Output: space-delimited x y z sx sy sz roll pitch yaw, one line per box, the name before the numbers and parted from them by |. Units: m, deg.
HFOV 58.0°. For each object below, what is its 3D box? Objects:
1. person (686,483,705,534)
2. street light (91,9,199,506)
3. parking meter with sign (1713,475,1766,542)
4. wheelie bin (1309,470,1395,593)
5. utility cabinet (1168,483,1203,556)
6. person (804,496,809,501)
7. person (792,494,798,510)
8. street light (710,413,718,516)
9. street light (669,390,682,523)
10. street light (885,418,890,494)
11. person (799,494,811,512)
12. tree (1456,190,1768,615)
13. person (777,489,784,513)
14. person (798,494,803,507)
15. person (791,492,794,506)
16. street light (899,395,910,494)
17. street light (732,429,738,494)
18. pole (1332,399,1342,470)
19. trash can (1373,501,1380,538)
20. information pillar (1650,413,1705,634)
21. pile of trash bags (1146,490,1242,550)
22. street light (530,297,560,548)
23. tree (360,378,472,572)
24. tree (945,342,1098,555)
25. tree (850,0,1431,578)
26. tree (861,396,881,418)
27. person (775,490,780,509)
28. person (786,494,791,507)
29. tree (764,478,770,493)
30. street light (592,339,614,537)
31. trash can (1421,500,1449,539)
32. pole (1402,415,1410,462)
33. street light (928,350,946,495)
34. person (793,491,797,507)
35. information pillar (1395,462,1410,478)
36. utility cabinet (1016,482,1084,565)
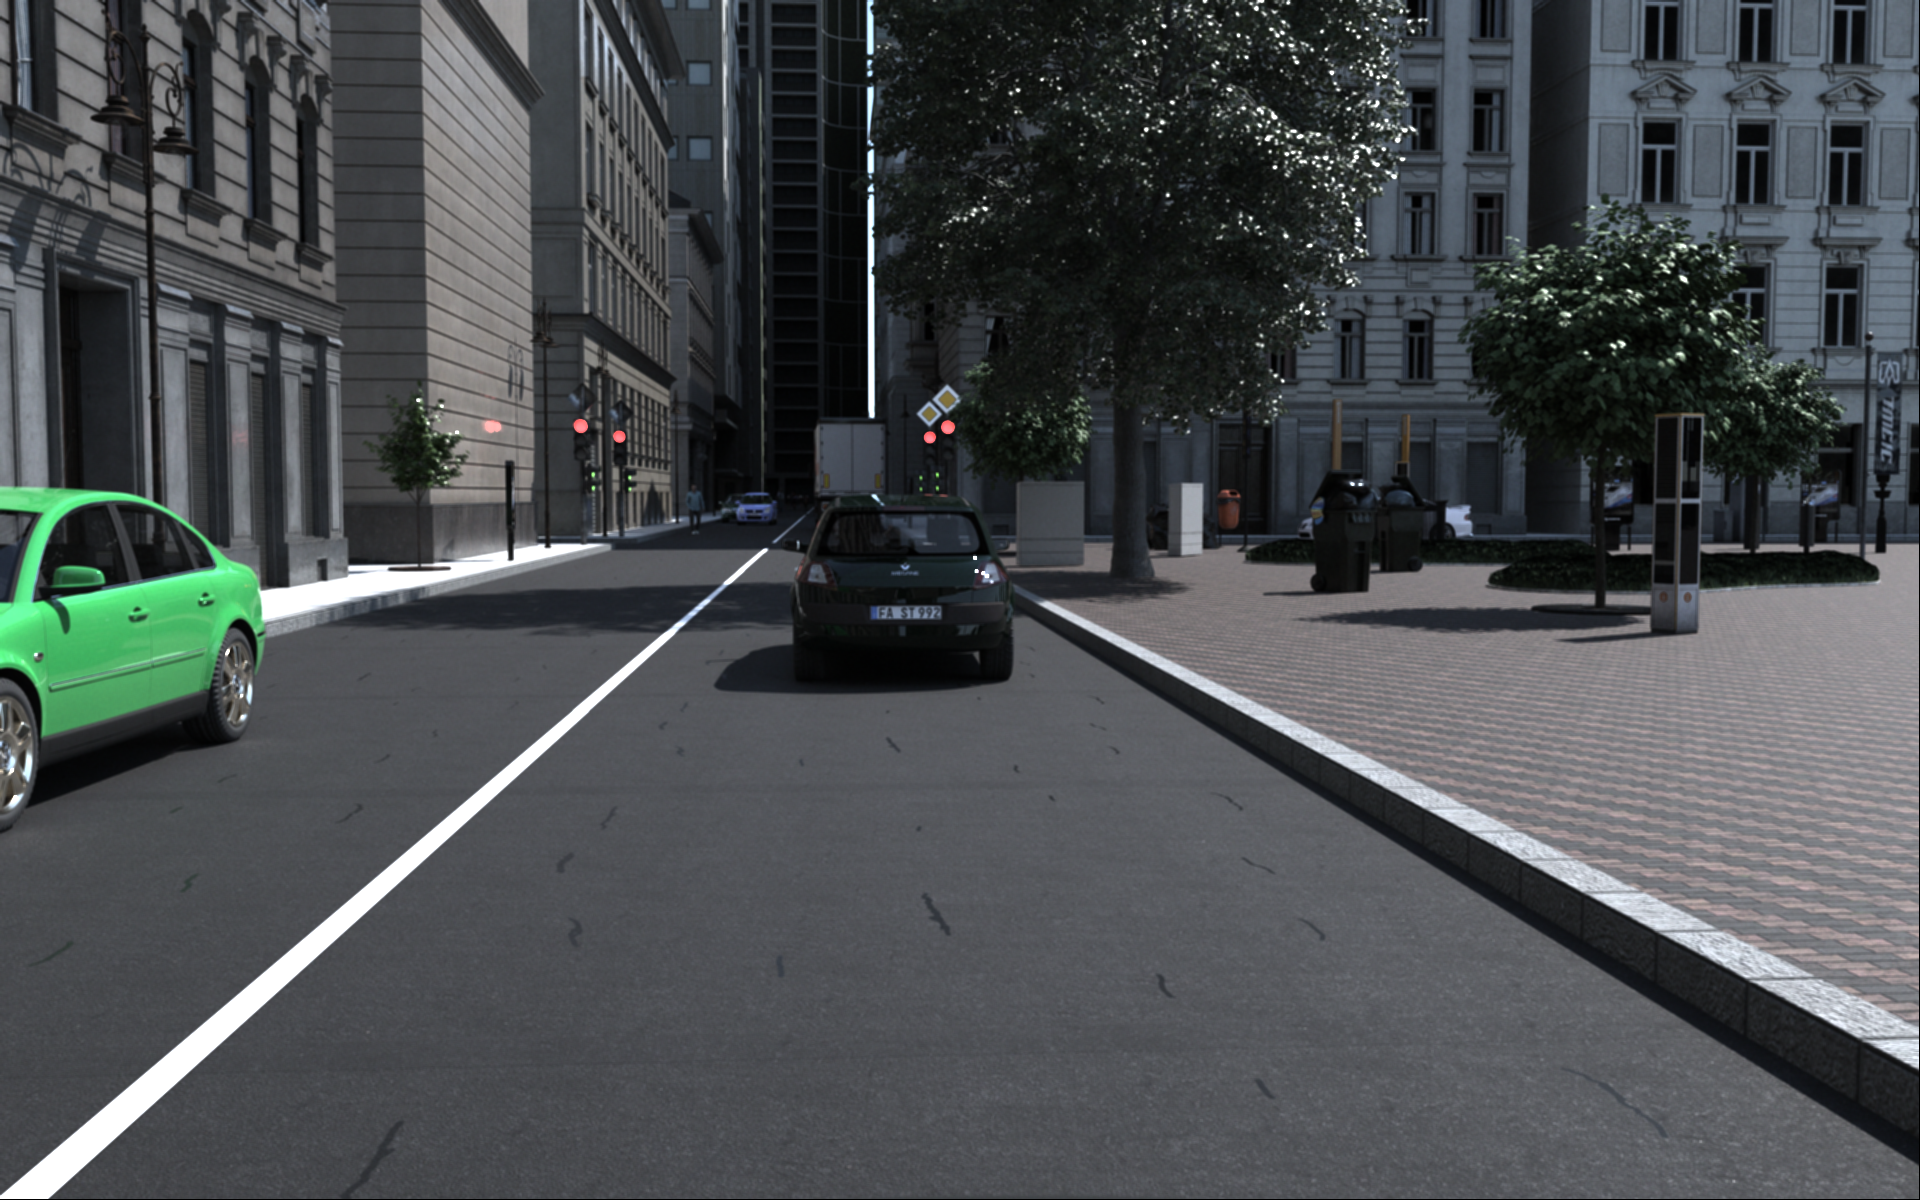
person | -9.518 -3.282 62.175 0.660 1.820 0.620 -2 4 -25
street light | -8.014 -2.716 17.197 0.468 5.910 1.993 0 4 -4
parking meter with sign | 21.009 -3.070 46.451 1.738 3.016 0.543 -2 4 -25
wheelie bin | 5.077 -0.910 22.785 0.980 1.594 0.693 -2 4 -35
utility cabinet | 4.656 -1.660 35.817 0.318 1.500 1.173 2 4 30
person | -17.563 -11.365 197.501 0.628 1.438 0.799 -2 4 -24
person | -15.202 -9.064 159.928 0.421 1.427 0.697 3 4 37
street light | -14.147 -7.754 99.572 0.468 5.910 1.993 0 4 -4
street light | -12.410 -6.304 75.859 0.468 5.910 1.993 0 4 -4
street light | -4.356 -7.974 103.166 0.468 5.910 1.993 0 4 -4
person | -12.433 -7.818 139.580 1.065 1.426 0.557 1 4 21
tree | 7.112 -2.155 18.942 4.285 4.588 4.351 0 3 0
person | -13.729 -7.583 132.559 0.705 1.814 1.350 -2 4 -24
person | -17.198 -10.683 186.348 0.628 1.438 0.799 0 4 -3
person | -19.669 -11.840 203.006 0.541 1.710 0.530 -3 4 -38
street light | -2.517 -6.524 79.462 0.468 5.910 1.993 0 4 -4
street light | -16.030 -9.204 123.273 0.468 5.910 1.993 0 4 -4
pole | 8.119 -2.661 37.350 0.158 3.312 0.155 0 3 0
trash can | 8.510 -1.515 36.416 0.748 1.137 0.748 0 3 0
information pillar | 6.604 -0.701 15.954 0.304 2.012 0.304 -2 4 -25
pile of trash bags | 5.367 -1.912 41.015 3.447 1.369 1.912 -3 4 -38
street light | -9.776 -4.166 40.907 0.468 5.910 1.993 0 4 -4
tree | -9.032 -2.102 28.966 1.663 3.219 1.824 0 3 0
tree | 1.334 -3.271 37.195 4.285 4.588 4.351 0 3 0
tree | 2.659 -7.322 26.378 9.857 13.997 8.962 0 3 0
tree | -5.590 -11.044 130.936 4.360 8.622 3.978 0 3 0
person | -17.622 -9.741 167.628 0.599 1.838 0.709 2 4 32
person | -19.363 -11.257 195.735 0.799 1.438 0.628 1 4 17
tree | -19.567 -10.881 172.503 1.663 3.219 1.824 0 3 0
street light | -10.651 -4.832 51.787 0.468 5.910 1.993 0 4 -4
trash can | 10.853 -1.723 39.826 0.748 1.137 0.748 0 3 0
pole | 11.455 -3.102 44.567 0.158 3.312 0.155 0 3 0
street light | -0.744 -5.074 55.753 0.468 5.910 1.993 0 4 -4
person | -18.288 -11.237 192.191 0.705 1.831 1.348 -1 4 -22
information pillar | 10.050 -2.134 39.389 0.304 2.012 0.304 1 4 17
utility cabinet | 1.606 -1.359 30.895 1.173 1.500 0.318 -1 4 -12
